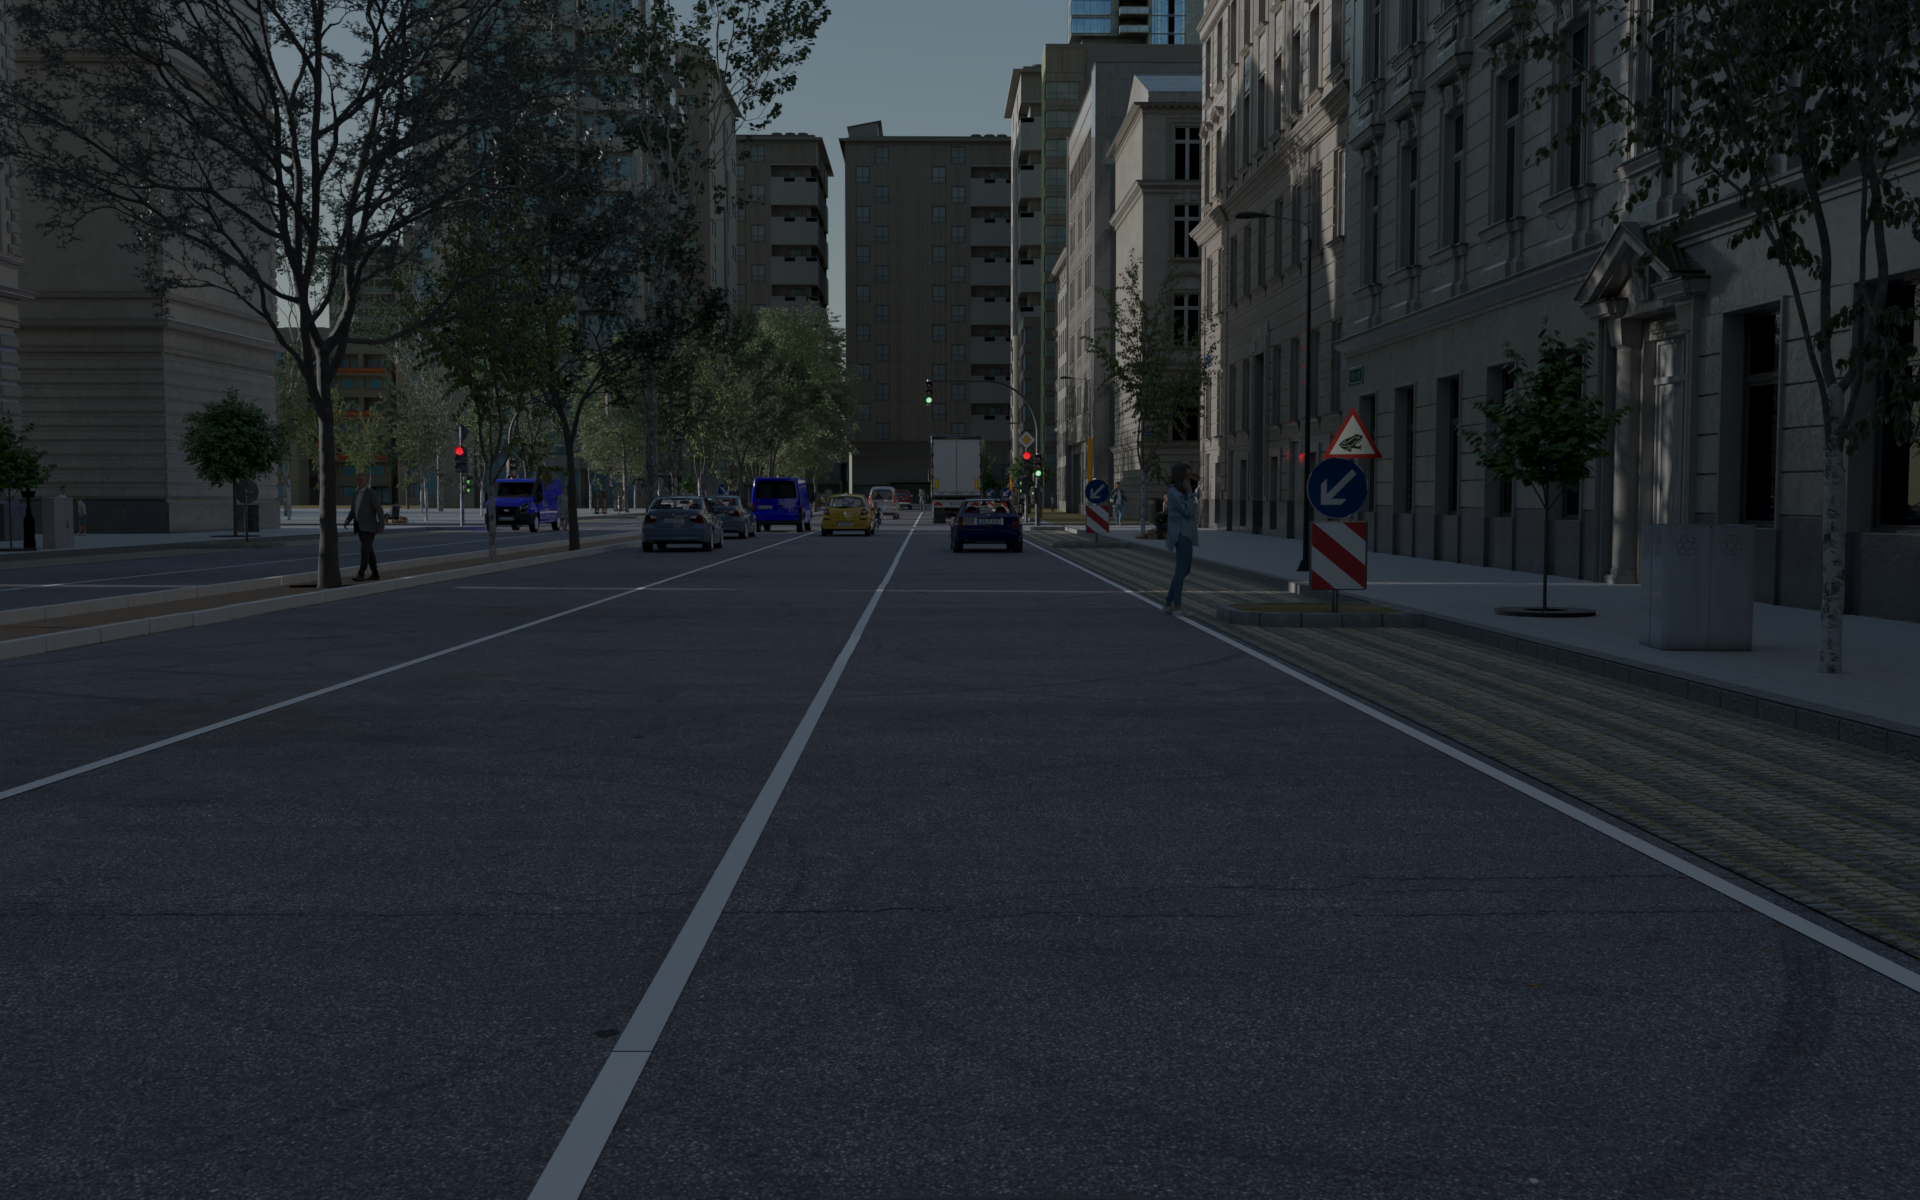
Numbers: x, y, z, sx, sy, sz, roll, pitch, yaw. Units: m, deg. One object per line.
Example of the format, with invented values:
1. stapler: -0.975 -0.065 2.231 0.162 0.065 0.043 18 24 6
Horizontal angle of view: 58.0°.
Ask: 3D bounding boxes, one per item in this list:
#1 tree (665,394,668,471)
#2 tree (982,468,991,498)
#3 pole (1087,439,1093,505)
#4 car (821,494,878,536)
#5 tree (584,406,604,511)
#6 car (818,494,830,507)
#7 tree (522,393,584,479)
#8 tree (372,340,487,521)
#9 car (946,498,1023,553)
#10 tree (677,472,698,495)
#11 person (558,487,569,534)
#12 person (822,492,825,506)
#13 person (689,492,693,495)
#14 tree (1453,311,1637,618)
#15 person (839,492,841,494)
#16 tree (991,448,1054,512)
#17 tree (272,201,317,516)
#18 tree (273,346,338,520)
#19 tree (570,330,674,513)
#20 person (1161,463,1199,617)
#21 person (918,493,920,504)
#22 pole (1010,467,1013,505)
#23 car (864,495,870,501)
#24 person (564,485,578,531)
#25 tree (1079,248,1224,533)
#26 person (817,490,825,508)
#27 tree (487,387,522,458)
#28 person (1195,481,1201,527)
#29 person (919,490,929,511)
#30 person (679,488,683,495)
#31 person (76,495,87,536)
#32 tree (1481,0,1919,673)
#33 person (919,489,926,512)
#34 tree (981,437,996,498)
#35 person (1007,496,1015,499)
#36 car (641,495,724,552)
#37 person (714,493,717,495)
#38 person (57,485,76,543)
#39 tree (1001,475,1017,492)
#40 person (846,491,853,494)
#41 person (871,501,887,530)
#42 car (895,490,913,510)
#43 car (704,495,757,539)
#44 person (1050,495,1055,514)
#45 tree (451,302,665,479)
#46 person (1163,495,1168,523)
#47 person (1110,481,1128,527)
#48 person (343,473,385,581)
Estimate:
1. tree: -23.268 -13.141 140.608 9.928 11.665 9.643 0 3 0
2. tree: 3.045 -14.130 214.735 4.285 4.588 4.351 0 3 0
3. pole: 4.808 -4.295 64.059 0.158 3.312 0.155 0 3 0
4. car: -3.863 -3.048 60.064 2.015 1.641 3.980 0 3 0
5. tree: -28.141 -11.160 132.824 4.360 8.622 3.978 0 3 0
6. car: -15.377 -11.496 198.185 2.015 1.641 3.980 0 4 -2
7. tree: -26.971 -9.730 109.444 4.360 8.622 3.978 0 3 0
8. tree: -25.460 -8.055 82.055 4.360 8.622 3.978 0 3 0
9. car: 0.640 -1.903 43.699 1.945 1.354 3.894 0 4 -2
10. tree: -23.227 -9.446 149.041 1.663 3.219 1.824 0 3 0
11. person: -14.331 -3.259 62.783 0.512 1.701 0.522 -2 4 -24
12. person: -16.679 -12.291 210.181 0.721 1.743 1.217 1 4 10
13. person: -29.873 -11.370 192.612 0.551 1.740 0.621 3 4 36
14. tree: 6.263 -1.462 18.511 1.663 3.219 1.824 0 3 0
15. person: -14.157 -12.003 205.557 0.445 1.727 0.742 -2 4 -26
16. tree: 4.936 -8.480 122.365 4.285 4.588 4.351 0 3 0
17. tree: -39.851 -15.040 101.800 12.611 20.169 13.585 0 3 0
18. tree: -33.382 -8.253 85.303 4.737 8.622 4.395 0 3 0
19. tree: -23.294 -12.332 119.760 7.486 12.596 7.792 0 3 0
20. person: 2.566 -0.703 20.267 0.793 1.790 0.793 -1 4 -22
21. person: -4.899 -12.626 215.025 0.705 1.814 1.350 -3 5 -39
22. pole: 3.931 -8.444 131.897 0.158 3.312 0.155 0 3 0
23. car: -8.921 -9.485 167.667 1.945 1.354 3.894 0 4 0
24. person: -15.157 -3.573 67.159 0.529 1.795 0.600 -3 5 -42
25. tree: 5.834 -6.258 52.685 4.737 8.622 4.395 0 3 0
26. person: -14.277 -10.205 175.357 1.348 1.824 0.705 0 4 1
27. tree: -28.085 -9.236 101.378 4.360 8.622 3.978 0 3 0
28. person: 9.416 -3.789 68.099 0.391 1.810 0.635 1 4 9
29. person: -3.108 -8.611 149.270 0.713 1.824 0.794 3 5 42
30. person: -25.406 -9.319 158.417 1.348 1.824 0.705 2 4 30
31. person: -26.969 -2.594 53.141 0.352 1.250 0.332 1 4 19
32. tree: 6.023 -3.779 12.149 4.360 8.622 3.978 0 3 0
33. person: -2.956 -7.754 135.080 0.655 1.846 0.447 2 4 34
34. tree: 2.729 -16.557 221.074 4.737 8.622 4.395 0 3 0
35. person: 4.322 -9.141 155.432 1.348 1.831 0.705 2 4 29
36. car: -7.087 -1.979 44.357 2.014 1.417 4.499 0 4 -3
37. person: -24.142 -9.932 169.112 1.217 1.739 0.721 0 4 2
38. person: -23.497 -2.251 45.439 0.523 1.515 0.503 -2 4 -33
39. tree: 4.434 -10.301 163.024 1.663 3.219 1.824 0 3 0
40. person: -10.391 -9.342 162.051 0.742 1.727 0.445 0 4 -6
41. person: -3.308 -3.344 68.676 1.012 1.151 0.738 1 4 22
42. car: -5.448 -9.225 159.496 2.281 1.827 5.304 0 4 -3
43. car: -7.695 -2.724 56.535 2.014 1.417 4.499 0 4 -1
44. person: 5.962 -6.183 111.812 0.332 1.250 0.352 -3 5 -41
45. tree: -22.629 -10.084 90.622 9.928 11.665 9.643 0 3 0
46. person: 8.114 -3.482 67.645 0.362 1.253 0.373 -1 4 -12
47. person: 6.255 -3.794 68.427 0.623 1.781 0.721 -2 4 -25
48. person: -9.774 -1.187 28.310 0.661 1.777 0.834 1 4 19
